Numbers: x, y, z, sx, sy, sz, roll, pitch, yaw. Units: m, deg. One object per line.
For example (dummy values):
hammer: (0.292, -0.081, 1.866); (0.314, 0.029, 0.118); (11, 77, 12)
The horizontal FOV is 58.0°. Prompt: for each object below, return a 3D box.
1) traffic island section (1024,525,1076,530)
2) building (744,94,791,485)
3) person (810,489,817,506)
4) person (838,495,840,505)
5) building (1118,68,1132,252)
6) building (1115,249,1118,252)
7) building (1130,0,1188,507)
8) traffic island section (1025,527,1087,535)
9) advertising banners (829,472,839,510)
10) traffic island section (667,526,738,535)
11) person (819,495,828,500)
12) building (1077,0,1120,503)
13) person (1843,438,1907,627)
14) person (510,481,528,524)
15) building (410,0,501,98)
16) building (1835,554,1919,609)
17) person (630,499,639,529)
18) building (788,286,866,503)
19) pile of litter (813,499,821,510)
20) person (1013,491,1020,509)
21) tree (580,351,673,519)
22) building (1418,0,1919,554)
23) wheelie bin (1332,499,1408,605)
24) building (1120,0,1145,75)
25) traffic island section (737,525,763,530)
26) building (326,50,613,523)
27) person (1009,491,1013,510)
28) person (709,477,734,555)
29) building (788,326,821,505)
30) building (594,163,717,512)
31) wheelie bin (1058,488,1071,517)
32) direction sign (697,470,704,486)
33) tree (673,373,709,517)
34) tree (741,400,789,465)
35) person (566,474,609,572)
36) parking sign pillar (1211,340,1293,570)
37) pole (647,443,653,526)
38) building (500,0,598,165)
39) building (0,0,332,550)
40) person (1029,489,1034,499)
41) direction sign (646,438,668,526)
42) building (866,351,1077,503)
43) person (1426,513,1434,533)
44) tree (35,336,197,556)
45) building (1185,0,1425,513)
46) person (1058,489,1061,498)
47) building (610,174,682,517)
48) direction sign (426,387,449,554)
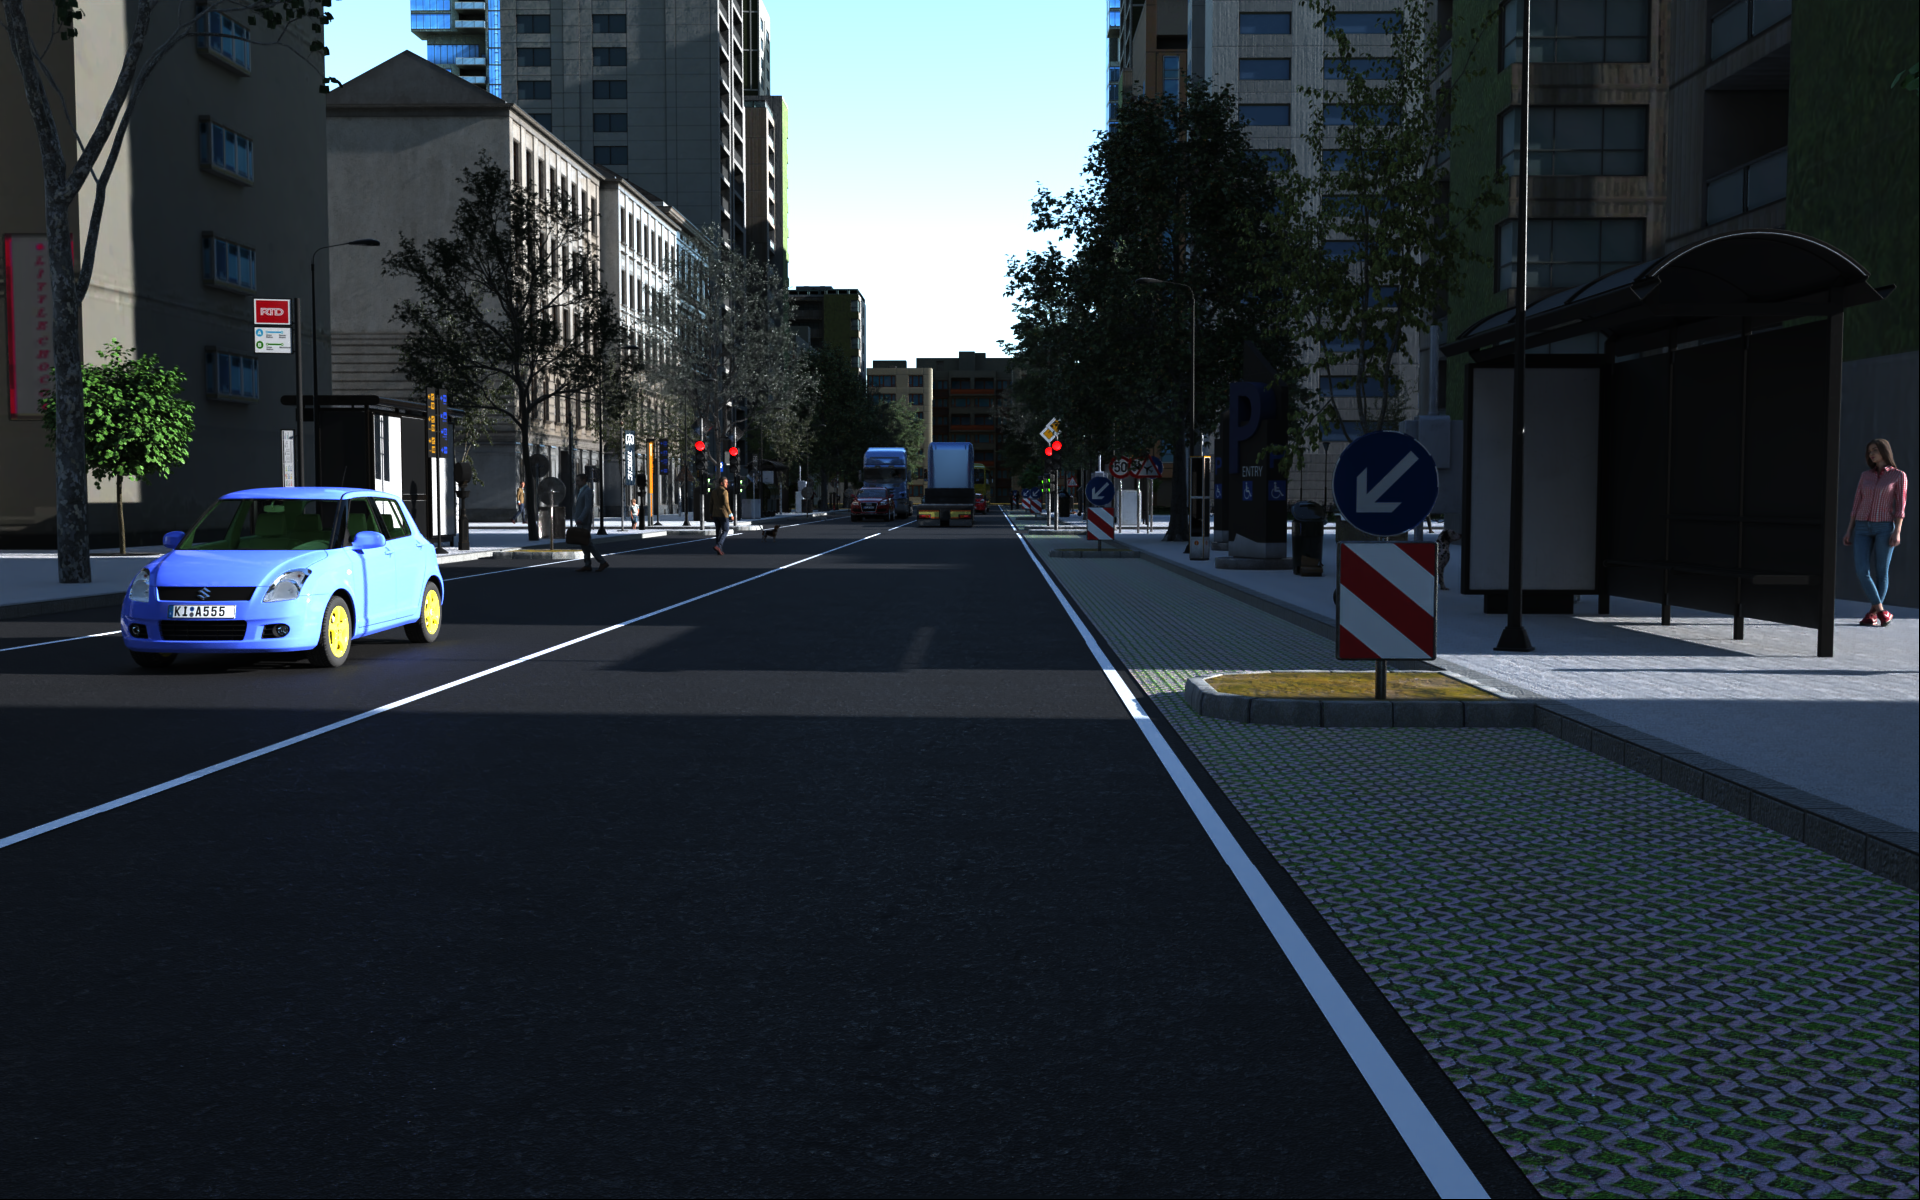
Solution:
traffic island section: (3.580, -2.885, 69.449); (2.009, 0.180, 2.903); (0, 4, 1)
building: (-24.824, -29.919, 172.773); (14.154, 41.232, 14.086); (0, 4, 1)
person: (-14.523, -10.018, 169.777); (1.348, 1.831, 0.705); (2, 4, 28)
person: (-15.028, -12.401, 211.986); (0.628, 1.438, 0.799); (3, 5, 41)
building: (22.332, -29.735, 169.763); (14.154, 41.232, 14.086); (0, 4, 1)
building: (23.143, -26.512, 205.179); (14.160, 30.474, 14.107); (0, 4, 1)
building: (22.821, -30.885, 155.086); (14.600, 45.320, 14.200); (0, 4, 1)
traffic island section: (3.437, -2.397, 61.465); (2.009, 0.180, 2.903); (0, 4, 1)
advertising banners: (-9.922, -8.580, 136.478); (0.090, 3.025, 2.074); (-2, 4, -25)
traffic island section: (-9.202, -2.411, 61.696); (2.009, 0.180, 2.903); (0, 4, 1)
person: (-13.254, -9.686, 167.674); (1.065, 1.426, 0.557); (3, 4, 37)
building: (32.246, -57.004, 244.683); (31.000, 86.520, 22.319); (0, 4, 1)
person: (8.919, -0.664, 16.911); (0.555, 1.821, 0.388); (3, 5, 43)
person: (-19.033, -4.219, 74.939); (0.836, 1.842, 0.656); (-2, 4, -29)
building: (-64.029, -57.086, 246.028); (31.000, 86.520, 22.319); (0, 4, 1)
building: (17.808, -20.770, 23.182); (14.154, 41.232, 14.086); (0, 4, 1)
person: (-12.445, -3.247, 66.275); (0.332, 1.250, 0.352); (1, 4, 8)
building: (-20.544, -28.874, 243.792); (14.107, 30.474, 14.160); (0, 4, 1)
pile of litter: (-11.602, -7.764, 140.912); (1.719, 0.858, 1.176); (-3, 5, -40)
person: (5.396, -9.503, 164.694); (0.721, 1.723, 1.217); (-2, 4, -30)
tree: (-17.066, -8.396, 87.638); (4.360, 8.622, 3.978); (0, 3, 0)
building: (19.580, -22.116, 45.198); (14.154, 41.232, 14.086); (0, 4, 1)
wheelie bin: (4.635, -0.713, 19.569); (0.693, 1.594, 0.980); (-3, 5, -43)
building: (25.846, -45.740, 186.104); (20.563, 71.187, 20.611); (0, 4, 1)
traffic island section: (-9.059, -2.899, 69.680); (2.009, 0.180, 2.903); (0, 4, 1)
building: (-24.402, -14.493, 86.112); (9.793, 20.994, 18.267); (0, 4, 1)
person: (4.464, -8.770, 152.600); (0.721, 1.735, 1.217); (1, 4, 12)
person: (-5.599, -1.972, 40.653); (0.656, 1.842, 0.836); (1, 4, 8)
building: (-31.836, -21.743, 200.538); (28.899, 21.520, 27.650); (0, 4, 1)
building: (-24.169, -18.039, 123.814); (11.050, 23.489, 19.941); (0, 4, 1)
wheelie bin: (5.803, -5.432, 96.724); (0.693, 1.594, 0.980); (0, 4, -4)
direction sign: (-13.140, -5.846, 87.579); (0.379, 3.537, 0.876); (-2, 4, -30)
tree: (-15.967, -9.047, 98.274); (4.360, 8.622, 3.978); (0, 3, 0)
tree: (-15.246, -11.372, 136.299); (4.737, 8.622, 4.395); (0, 3, 0)
person: (-6.947, -1.431, 32.024); (0.853, 1.813, 0.709); (-2, 4, -32)
parking sign pillar: (5.135, -2.530, 29.837); (1.447, 3.967, 1.447); (-1, 4, -20)
pole: (-12.350, -4.597, 69.007); (0.158, 3.312, 0.155); (0, 3, 0)
building: (-27.931, -43.813, 154.596); (20.563, 71.187, 20.611); (0, 4, 1)
building: (-30.495, -25.644, 42.978); (21.600, 48.544, 21.300); (0, 4, 1)
person: (5.166, -7.092, 124.682); (0.478, 1.798, 0.641); (-2, 4, -30)
direction sign: (-12.341, -4.809, 70.632); (0.876, 3.537, 0.379); (-1, 4, -8)
building: (1.891, -24.825, 250.926); (28.899, 21.520, 27.650); (0, 4, 1)
person: (15.249, -3.154, 56.967); (0.648, 1.900, 0.474); (2, 4, 34)
tree: (-17.634, -3.221, 36.382); (4.285, 4.588, 4.351); (0, 3, 0)
building: (27.511, -35.903, 129.021); (21.231, 58.520, 28.212); (0, 4, 1)
person: (9.140, -9.351, 159.643); (0.721, 1.735, 1.217); (2, 4, 32)
building: (-23.167, -15.607, 104.325); (9.793, 20.994, 18.267); (0, 4, 1)
direction sign: (-11.222, -2.767, 37.235); (0.379, 3.537, 0.876); (1, 4, 11)
